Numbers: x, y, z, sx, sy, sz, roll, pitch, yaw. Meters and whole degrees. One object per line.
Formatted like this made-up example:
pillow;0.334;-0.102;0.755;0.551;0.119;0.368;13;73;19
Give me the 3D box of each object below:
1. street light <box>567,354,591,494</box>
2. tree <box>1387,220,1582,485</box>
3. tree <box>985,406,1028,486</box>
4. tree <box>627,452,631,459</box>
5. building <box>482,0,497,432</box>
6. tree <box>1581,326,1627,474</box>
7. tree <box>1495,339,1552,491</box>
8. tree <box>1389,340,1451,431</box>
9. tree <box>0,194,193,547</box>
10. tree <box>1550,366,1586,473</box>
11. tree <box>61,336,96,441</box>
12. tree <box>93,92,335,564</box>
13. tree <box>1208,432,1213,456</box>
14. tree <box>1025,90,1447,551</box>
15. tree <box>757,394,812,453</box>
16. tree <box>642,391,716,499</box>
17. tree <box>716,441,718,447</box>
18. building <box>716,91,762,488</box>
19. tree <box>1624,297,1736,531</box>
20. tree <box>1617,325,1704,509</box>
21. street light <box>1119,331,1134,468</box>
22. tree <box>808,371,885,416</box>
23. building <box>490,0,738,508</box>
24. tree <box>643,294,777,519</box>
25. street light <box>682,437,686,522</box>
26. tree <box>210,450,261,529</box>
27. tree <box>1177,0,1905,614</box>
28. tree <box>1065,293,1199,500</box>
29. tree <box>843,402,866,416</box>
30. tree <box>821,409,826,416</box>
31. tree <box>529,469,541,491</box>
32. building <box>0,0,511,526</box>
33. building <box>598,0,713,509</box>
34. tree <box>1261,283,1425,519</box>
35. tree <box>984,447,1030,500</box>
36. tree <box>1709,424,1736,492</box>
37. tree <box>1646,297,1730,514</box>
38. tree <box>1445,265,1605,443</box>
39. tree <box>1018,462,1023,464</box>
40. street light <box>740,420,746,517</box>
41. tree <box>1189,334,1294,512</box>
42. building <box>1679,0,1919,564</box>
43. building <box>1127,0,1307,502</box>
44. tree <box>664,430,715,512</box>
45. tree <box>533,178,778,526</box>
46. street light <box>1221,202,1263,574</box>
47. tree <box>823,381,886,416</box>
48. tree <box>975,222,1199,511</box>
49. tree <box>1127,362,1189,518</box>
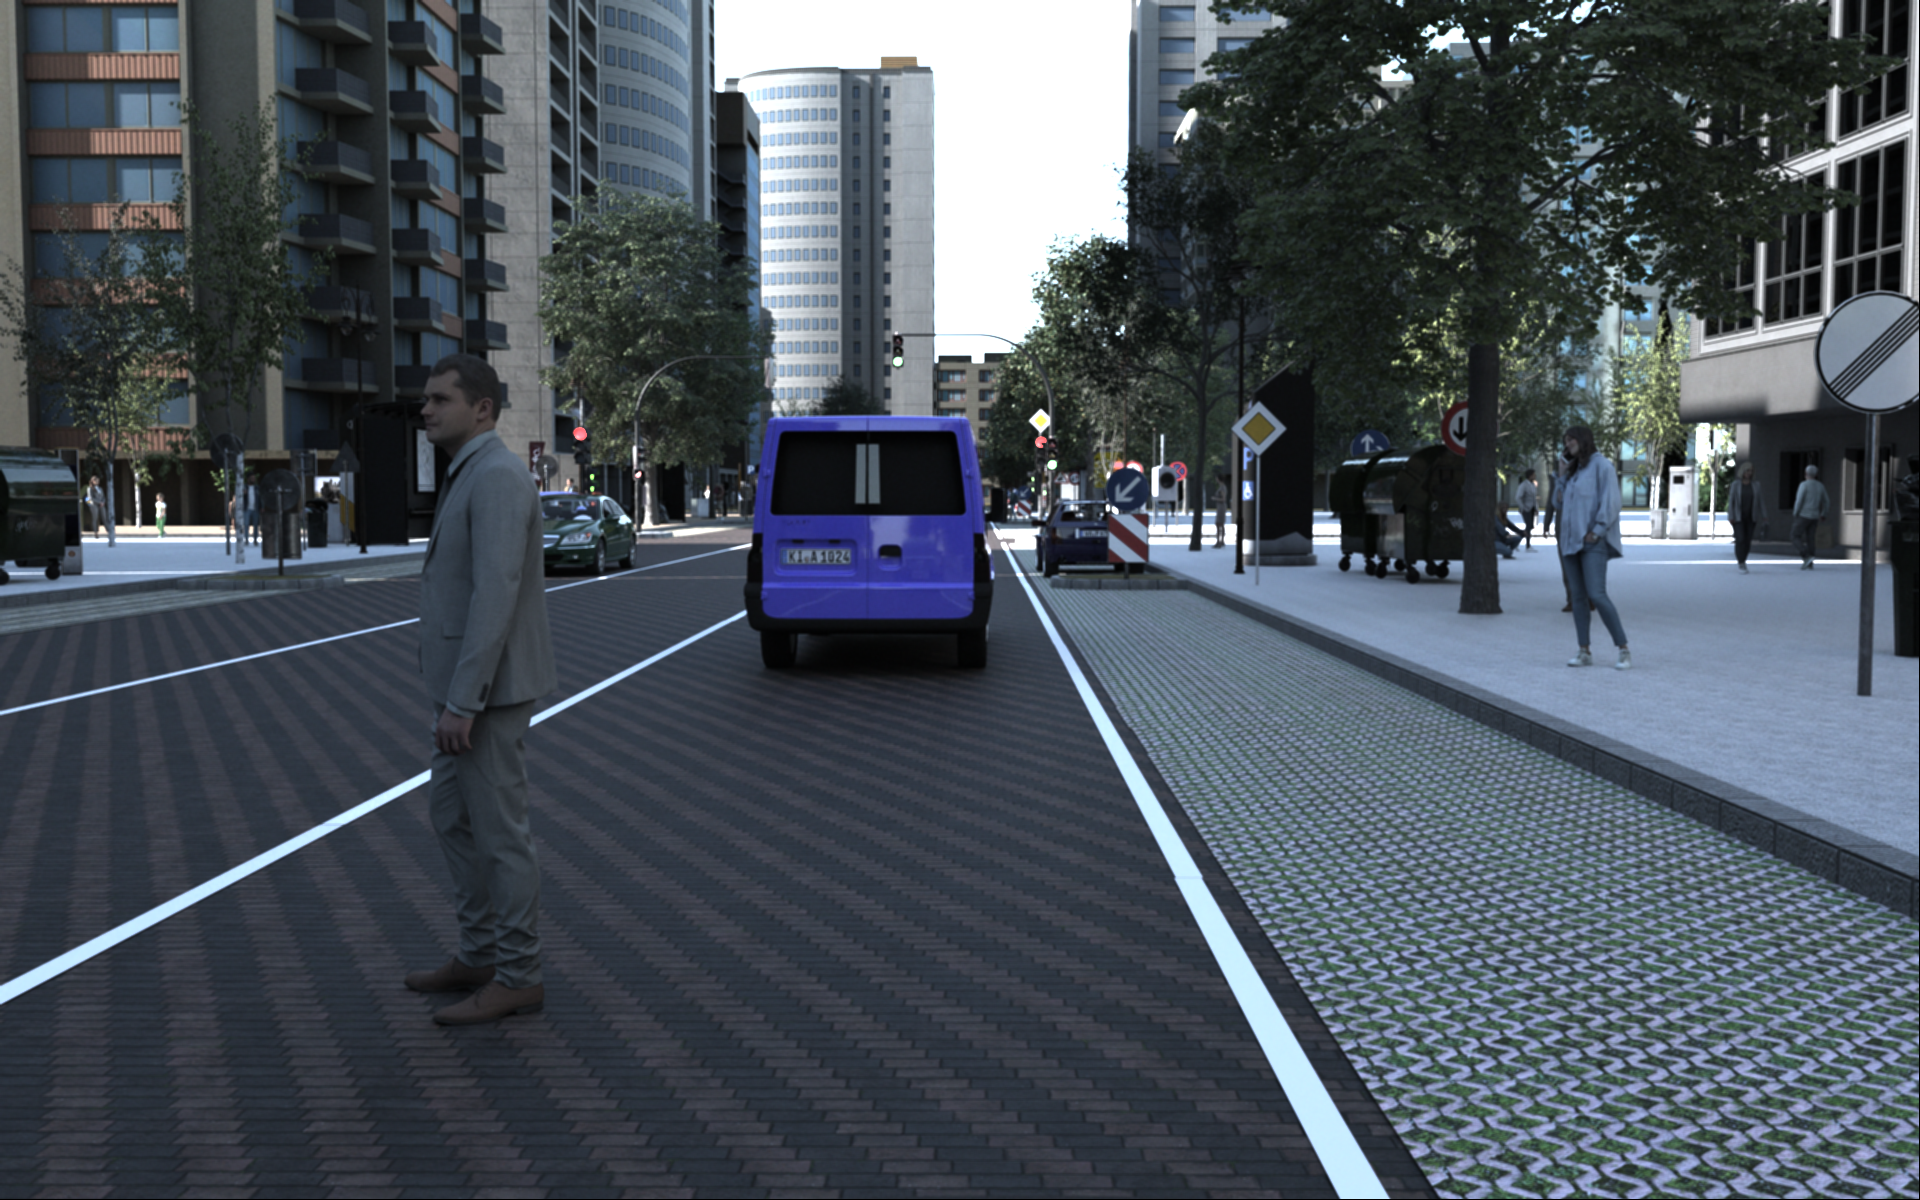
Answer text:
street light;-12.618;-5.179;57.471;0.468;5.910;1.993;0;4;1
tree;12.681;-5.735;44.131;4.737;8.622;4.395;0;3;0
tree;6.448;-15.235;174.851;9.928;11.665;9.643;0;3;0
tree;-24.929;-9.001;130.876;4.285;4.588;4.351;0;3;0
building;-33.038;-41.403;115.189;20.563;71.187;20.611;0;4;1
tree;28.463;-7.351;70.557;4.737;8.622;4.395;0;3;0
tree;24.911;-7.948;80.310;4.360;8.622;3.978;0;3;0
tree;29.653;-11.684;116.796;9.928;11.665;9.643;0;3;0
tree;-20.794;-5.584;41.666;4.360;8.622;3.978;0;3;0
tree;31.790;-8.742;93.294;4.360;8.622;3.978;0;3;0
tree;-31.185;-7.016;65.073;4.737;8.622;4.395;0;3;0
tree;-13.437;-4.989;31.928;4.737;8.622;4.395;0;3;0
tree;15.044;-10.076;115.101;4.360;8.622;3.978;0;3;0
tree;5.672;-6.391;38.911;7.601;10.594;8.767;0;4;-3
tree;-12.771;-10.833;127.477;4.737;8.622;4.395;0;3;0
tree;-19.387;-10.215;117.375;4.360;8.622;3.978;0;3;0
tree;-19.561;-10.916;128.834;4.360;8.622;3.978;0;3;0
building;-29.713;-33.008;189.793;14.200;45.320;14.600;0;4;1
tree;26.669;-6.744;60.619;4.737;8.622;4.395;0;3;0
tree;31.030;-7.724;76.644;4.360;8.622;3.978;0;3;0
street light;4.625;-4.628;48.461;0.468;5.910;1.993;0;4;1
tree;-11.680;-16.074;173.186;12.009;13.543;11.850;0;3;0
building;-32.667;-44.783;170.448;20.563;71.187;20.611;0;4;1
tree;-13.081;-10.049;90.061;9.928;11.665;9.643;0;3;0
street light;-12.485;-6.446;78.187;0.468;5.910;1.993;0;4;1
tree;-26.615;-4.195;63.187;1.663;3.219;1.824;0;3;0
tree;5.758;-6.103;17.914;7.486;12.596;7.792;0;3;0
tree;5.511;-6.821;61.883;4.360;8.622;3.978;0;3;0
tree;-12.305;-17.792;207.910;9.611;12.733;9.660;0;3;0
tree;-12.227;-11.781;142.979;4.737;8.622;4.395;0;3;0
tree;-25.733;-6.691;103.996;1.663;3.219;1.824;0;3;0
building;-34.361;-26.107;81.479;22.147;44.769;28.867;0;4;1
building;-33.676;-36.971;146.477;21.231;58.520;28.212;0;4;1
tree;19.768;-10.600;90.312;9.611;12.733;9.660;0;3;0
tree;6.480;-17.381;202.307;7.486;12.596;7.792;0;3;0
tree;44.684;-7.756;89.720;11.467;7.101;20.602;0;4;7
tree;51.563;-12.967;113.831;13.155;14.587;18.604;-2;4;-31
tree;20.530;-8.153;67.717;8.767;10.594;7.601;1;4;15
tree;6.498;-11.115;116.144;7.601;10.594;8.767;-3;5;-41
street light;-12.369;-7.705;98.767;0.468;5.910;1.993;0;4;1
tree;13.693;-7.827;78.329;4.737;8.622;4.395;0;3;0
building;22.453;-14.191;25.536;14.314;27.812;24.014;0;4;1
building;28.079;-39.139;181.923;21.231;58.520;28.212;0;4;1
tree;-19.205;-10.558;122.978;4.737;8.622;4.395;0;3;0
tree;-12.484;-10.010;70.322;9.857;13.997;8.962;0;3;0
street light;4.514;-3.365;27.809;0.468;5.910;1.993;0;4;1
tree;-11.666;-17.594;194.319;9.857;13.997;8.962;0;3;0
tree;5.437;-9.562;73.351;9.611;12.733;9.660;0;3;0
tree;10.525;-8.717;92.892;4.737;8.622;4.395;0;3;0
